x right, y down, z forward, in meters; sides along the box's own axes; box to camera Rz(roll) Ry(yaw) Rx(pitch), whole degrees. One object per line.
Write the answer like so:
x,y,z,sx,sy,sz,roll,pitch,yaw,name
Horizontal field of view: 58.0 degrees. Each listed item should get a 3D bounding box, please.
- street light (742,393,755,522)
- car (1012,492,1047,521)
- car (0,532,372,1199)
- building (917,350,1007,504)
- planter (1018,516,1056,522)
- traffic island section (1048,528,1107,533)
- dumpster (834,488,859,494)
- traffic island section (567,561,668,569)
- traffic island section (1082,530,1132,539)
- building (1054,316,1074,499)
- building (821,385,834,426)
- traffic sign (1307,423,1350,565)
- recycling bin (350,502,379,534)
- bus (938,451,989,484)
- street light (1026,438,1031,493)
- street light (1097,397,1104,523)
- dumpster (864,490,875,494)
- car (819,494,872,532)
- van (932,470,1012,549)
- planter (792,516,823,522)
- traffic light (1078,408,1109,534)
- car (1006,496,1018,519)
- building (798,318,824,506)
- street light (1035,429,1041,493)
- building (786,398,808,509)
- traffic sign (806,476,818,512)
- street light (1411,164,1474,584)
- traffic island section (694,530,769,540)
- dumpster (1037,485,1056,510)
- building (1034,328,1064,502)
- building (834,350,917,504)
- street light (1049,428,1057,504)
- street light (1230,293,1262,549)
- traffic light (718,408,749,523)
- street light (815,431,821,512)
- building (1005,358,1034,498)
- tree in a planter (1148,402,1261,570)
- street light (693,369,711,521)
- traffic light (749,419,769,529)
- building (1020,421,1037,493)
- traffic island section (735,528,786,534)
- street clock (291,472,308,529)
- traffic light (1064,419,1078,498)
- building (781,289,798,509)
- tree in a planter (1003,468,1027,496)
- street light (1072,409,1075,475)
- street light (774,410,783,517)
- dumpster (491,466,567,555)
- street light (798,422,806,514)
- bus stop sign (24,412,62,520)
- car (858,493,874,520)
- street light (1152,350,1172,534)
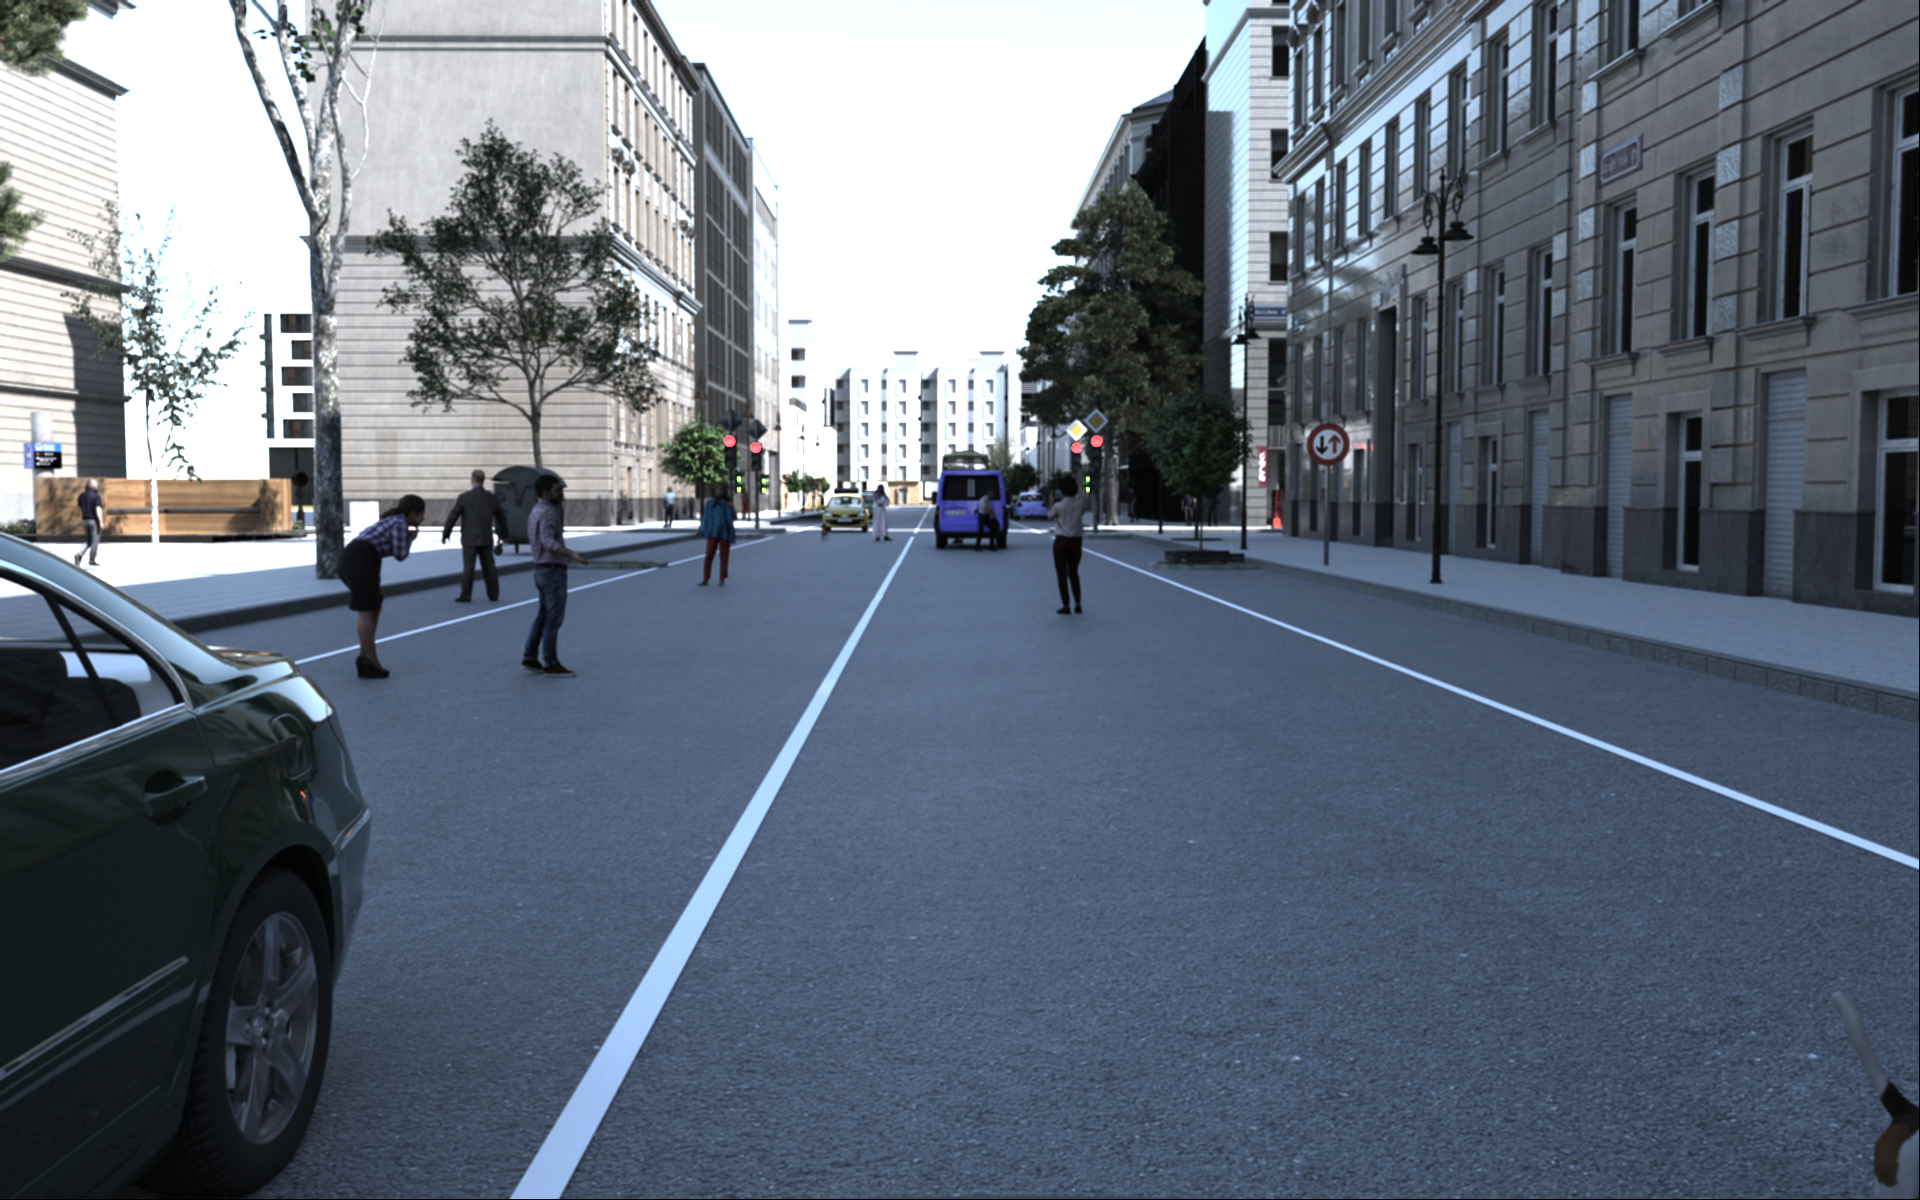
-9.713,-6.534,79.614,0.468,5.910,1.993,0,4,-1,street light
3.808,-5.181,94.302,1.945,1.707,3.694,0,4,-2,car
-2.344,0.583,2.266,2.131,1.459,4.920,0,4,1,car
0.338,-23.086,233.869,11.380,20.091,16.016,0,4,-1,building
3.991,-4.166,89.252,1.991,0.319,1.994,0,4,-1,planter
4.316,-2.564,64.203,2.009,0.180,2.903,0,4,-1,traffic island section
-8.000,-6.959,121.999,1.865,1.857,1.264,0,4,-2,dumpster
-6.800,-0.679,33.975,1.991,0.108,1.994,0,4,-1,traffic island section
4.420,-2.076,56.218,2.009,0.180,2.903,0,4,-1,traffic island section
16.143,-17.784,147.181,16.016,20.091,11.380,0,4,-1,building
-32.933,-22.480,234.013,31.486,18.905,16.747,0,4,-1,building
6.615,-1.902,31.204,0.768,2.556,0.104,0,4,2,traffic sign
-19.453,-2.691,56.549,0.722,1.027,0.722,0,3,0,recycling bin
0.321,-6.465,97.256,2.896,3.916,12.252,0,4,0,bus
5.438,-10.144,138.649,0.468,5.910,1.993,0,4,-1,street light
6.149,-6.356,76.710,0.468,5.910,1.993,0,4,-1,street light
-8.762,-10.202,175.020,1.865,1.857,1.264,0,4,1,dumpster
-4.382,-3.447,66.579,2.015,1.641,3.980,0,4,-2,car
0.313,-2.612,47.098,2.240,2.365,5.245,0,4,1,van
-7.518,-4.132,88.699,1.991,0.319,1.994,0,4,-1,planter
4.380,-4.089,56.105,0.839,4.213,0.868,0,4,-1,traffic light
3.649,-5.407,100.993,1.945,1.354,3.894,0,4,-2,car
-22.455,-20.045,184.162,16.016,20.091,11.380,0,4,-1,building
5.562,-9.205,123.293,0.468,5.910,1.993,0,4,-1,street light
-19.036,-13.620,164.836,9.099,9.664,28.070,0,4,-1,building
-10.407,-7.435,121.569,0.884,2.594,0.081,0,4,7,traffic sign
6.847,-3.177,24.736,0.468,5.910,1.993,0,4,-1,street light
-7.420,-2.067,56.069,2.009,0.180,2.903,0,4,-1,traffic island section
5.851,-6.806,117.036,1.264,1.857,1.865,0,4,-1,dumpster
16.771,-18.483,168.648,16.747,18.905,31.486,0,4,-1,building
-11.041,-23.076,233.719,11.380,20.091,16.016,0,4,-1,building
5.822,-8.252,107.707,0.468,5.910,1.993,0,4,-1,street light
6.599,-4.116,40.090,0.468,5.910,1.993,0,4,-1,street light
-7.380,-4.079,55.936,0.839,4.213,0.868,0,4,-1,traffic light
-10.373,-9.395,126.402,0.468,5.910,1.993,0,4,-1,street light
21.910,-22.485,234.087,31.486,18.905,16.747,0,4,-1,building
4.713,-2.233,33.727,1.991,3.239,1.994,0,4,-1,tree in a planter
-9.559,-5.595,64.259,0.468,5.910,1.993,0,4,-1,street light
-7.485,-4.567,63.920,0.839,4.213,0.868,0,4,-1,traffic light
12.043,-15.688,198.637,9.099,9.664,28.070,0,4,-1,building
-7.525,-2.555,64.053,2.009,0.180,2.903,0,4,-1,traffic island section
-21.325,-3.145,55.997,0.358,2.002,0.471,3,4,37,street clock
4.275,-4.578,64.089,0.839,4.213,0.868,0,4,-1,traffic light
-22.328,-17.637,144.784,16.016,20.091,11.380,0,4,-1,building
3.617,-7.271,116.104,1.991,3.239,1.994,0,4,-1,tree in a planter
6.013,-7.295,92.065,0.468,5.910,1.993,0,4,-1,street light
-9.937,-7.480,95.078,0.468,5.910,1.993,0,4,-1,street light
-9.173,-1.901,36.844,1.264,1.857,1.865,0,4,-1,dumpster
-10.082,-8.456,111.049,0.468,5.910,1.993,0,4,-1,street light
-29.610,-4.093,55.943,0.837,3.901,0.837,3,5,41,bus stop sign
-4.721,-4.721,85.991,1.959,1.807,4.718,0,3,0,car
6.479,-5.075,55.767,0.468,5.910,1.993,0,4,-1,street light
